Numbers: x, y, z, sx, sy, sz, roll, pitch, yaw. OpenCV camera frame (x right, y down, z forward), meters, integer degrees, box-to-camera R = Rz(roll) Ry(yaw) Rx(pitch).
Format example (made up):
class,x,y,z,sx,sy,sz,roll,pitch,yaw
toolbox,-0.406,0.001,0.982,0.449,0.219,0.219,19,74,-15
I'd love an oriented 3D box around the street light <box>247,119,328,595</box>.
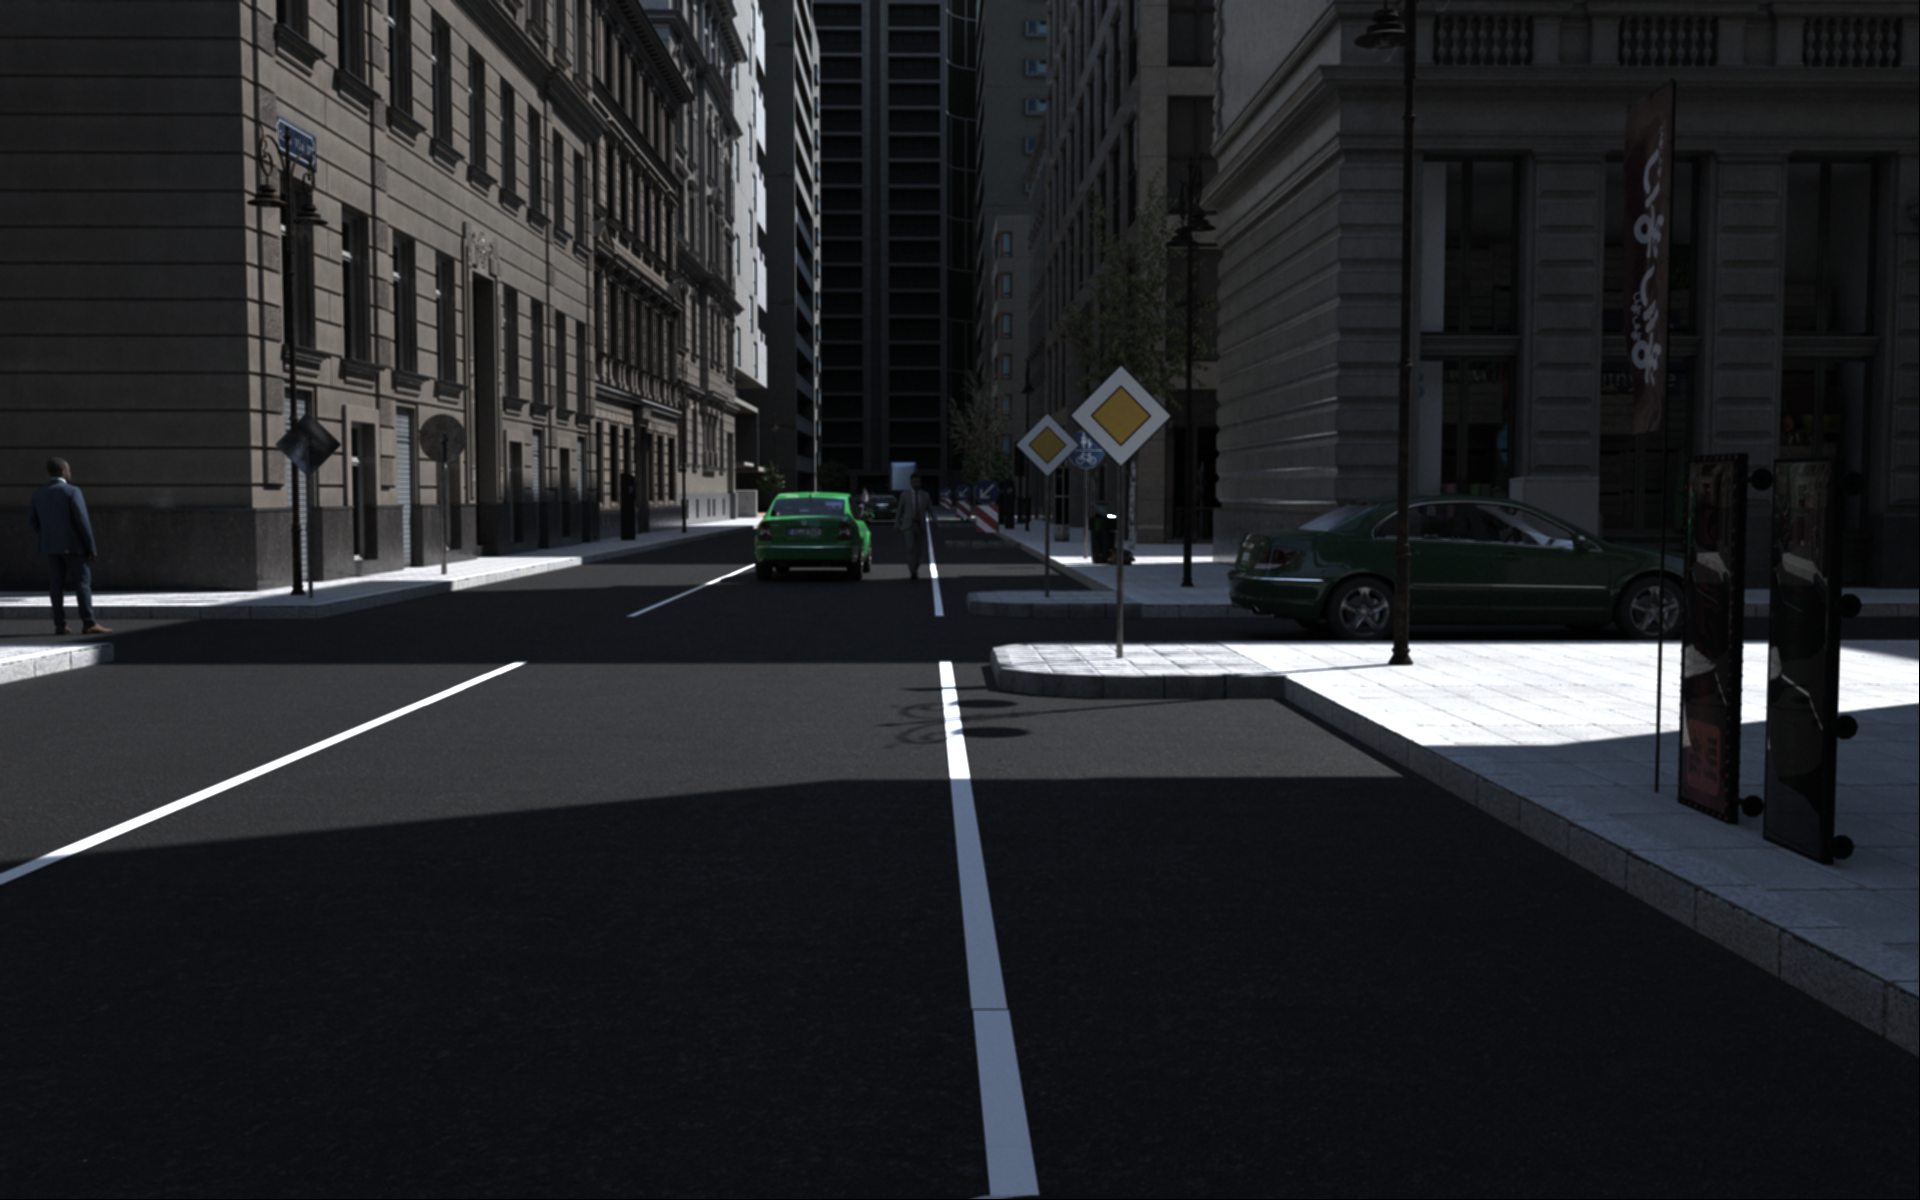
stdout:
class,x,y,z,sx,sy,sz,roll,pitch,yaw
street light,-8.446,-3.005,21.914,0.468,5.910,1.993,0,4,-1

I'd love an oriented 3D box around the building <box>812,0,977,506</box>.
class,x,y,z,sx,sy,sz,roll,pitch,yaw
building,-6.143,-45.932,189.238,20.611,71.187,20.563,0,4,-1

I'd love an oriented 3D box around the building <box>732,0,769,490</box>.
class,x,y,z,sx,sy,sz,roll,pitch,yaw
building,-30.288,-36.987,193.976,27.495,52.752,28.713,0,4,-1

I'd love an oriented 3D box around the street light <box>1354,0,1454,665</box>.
class,x,y,z,sx,sy,sz,roll,pitch,yaw
street light,3.326,-2.453,12.893,0.468,5.910,1.993,0,4,-1

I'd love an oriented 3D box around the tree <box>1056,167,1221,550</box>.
class,x,y,z,sx,sy,sz,roll,pitch,yaw
tree,4.056,-5.486,40.051,4.737,8.622,4.395,0,3,0

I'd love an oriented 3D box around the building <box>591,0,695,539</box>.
class,x,y,z,sx,sy,sz,roll,pitch,yaw
building,-15.128,-11.730,56.417,10.561,19.102,19.286,0,4,-1

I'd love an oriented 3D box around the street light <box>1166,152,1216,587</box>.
class,x,y,z,sx,sy,sz,roll,pitch,yaw
street light,3.158,-3.125,23.881,0.468,5.910,1.993,0,4,-1

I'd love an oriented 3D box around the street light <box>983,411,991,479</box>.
class,x,y,z,sx,sy,sz,roll,pitch,yaw
street light,1.508,-7.544,96.130,0.468,5.910,1.993,0,4,-1

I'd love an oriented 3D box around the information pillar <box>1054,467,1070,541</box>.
class,x,y,z,sx,sy,sz,roll,pitch,yaw
information pillar,2.767,-2.599,46.982,0.304,2.012,0.304,3,4,38

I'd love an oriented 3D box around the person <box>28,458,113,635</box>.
class,x,y,z,sx,sy,sz,roll,pitch,yaw
person,-9.120,-0.550,17.682,0.721,1.800,0.419,0,3,0

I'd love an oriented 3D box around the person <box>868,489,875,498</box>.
class,x,y,z,sx,sy,sz,roll,pitch,yaw
person,-5.242,-5.770,103.546,1.217,1.736,0.721,3,4,38

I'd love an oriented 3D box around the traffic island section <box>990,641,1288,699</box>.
class,x,y,z,sx,sy,sz,roll,pitch,yaw
traffic island section,1.270,0.532,13.581,2.009,0.180,2.903,0,4,-1

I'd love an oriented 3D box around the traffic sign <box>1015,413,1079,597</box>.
class,x,y,z,sx,sy,sz,roll,pitch,yaw
traffic sign,1.080,-1.091,21.487,0.795,2.450,0.064,0,4,-1

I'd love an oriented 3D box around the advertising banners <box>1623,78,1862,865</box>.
class,x,y,z,sx,sy,sz,roll,pitch,yaw
advertising banners,3.002,-0.652,6.845,0.090,3.025,2.074,0,3,0

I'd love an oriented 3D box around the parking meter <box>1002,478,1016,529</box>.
class,x,y,z,sx,sy,sz,roll,pitch,yaw
parking meter,1.854,-3.561,63.929,0.399,1.863,0.255,0,4,1

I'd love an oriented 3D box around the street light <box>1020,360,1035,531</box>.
class,x,y,z,sx,sy,sz,roll,pitch,yaw
street light,2.337,-5.339,60.083,0.468,5.910,1.993,0,4,-1

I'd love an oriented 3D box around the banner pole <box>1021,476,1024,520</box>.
class,x,y,z,sx,sy,sz,roll,pitch,yaw
banner pole,3.001,-5.838,85.472,0.401,3.779,0.863,0,4,8

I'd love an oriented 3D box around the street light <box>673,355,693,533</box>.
class,x,y,z,sx,sy,sz,roll,pitch,yaw
street light,-9.194,-5.186,57.579,0.468,5.910,1.993,0,4,-1

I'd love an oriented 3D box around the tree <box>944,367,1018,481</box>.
class,x,y,z,sx,sy,sz,roll,pitch,yaw
tree,1.282,-9.142,99.826,4.360,8.622,3.978,0,3,0

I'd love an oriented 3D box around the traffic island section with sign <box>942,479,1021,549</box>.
class,x,y,z,sx,sy,sz,roll,pitch,yaw
traffic island section with sign,0.587,-2.316,46.491,1.989,1.847,2.006,0,4,-1

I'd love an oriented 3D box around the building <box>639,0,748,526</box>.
class,x,y,z,sx,sy,sz,roll,pitch,yaw
building,-17.467,-17.742,77.465,14.401,28.519,23.554,0,4,-1

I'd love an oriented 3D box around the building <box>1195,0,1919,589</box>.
class,x,y,z,sx,sy,sz,roll,pitch,yaw
building,14.118,-12.147,27.486,19.941,23.489,11.050,0,4,-1

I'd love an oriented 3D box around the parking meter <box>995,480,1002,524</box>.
class,x,y,z,sx,sy,sz,roll,pitch,yaw
parking meter,1.681,-4.130,73.237,0.255,1.863,0.399,3,5,42

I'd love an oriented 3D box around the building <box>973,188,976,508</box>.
class,x,y,z,sx,sy,sz,roll,pitch,yaw
building,8.230,-24.042,164.789,14.160,30.474,14.107,0,4,-1

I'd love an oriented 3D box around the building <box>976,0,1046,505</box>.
class,x,y,z,sx,sy,sz,roll,pitch,yaw
building,12.318,-31.975,146.498,21.300,48.544,21.600,0,4,-1

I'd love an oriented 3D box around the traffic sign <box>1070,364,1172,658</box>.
class,x,y,z,sx,sy,sz,roll,pitch,yaw
traffic sign,1.246,-0.603,13.503,0.795,2.450,0.064,0,4,-1

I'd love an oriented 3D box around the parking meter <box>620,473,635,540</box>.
class,x,y,z,sx,sy,sz,roll,pitch,yaw
parking meter,-9.264,-2.606,48.318,0.255,1.863,0.399,2,4,27

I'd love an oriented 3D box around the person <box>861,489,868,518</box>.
class,x,y,z,sx,sy,sz,roll,pitch,yaw
person,-5.460,-5.499,99.075,0.621,1.740,0.551,-1,4,-13

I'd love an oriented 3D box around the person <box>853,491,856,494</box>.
class,x,y,z,sx,sy,sz,roll,pitch,yaw
person,-8.995,-8.357,145.927,0.721,1.735,1.217,3,4,38

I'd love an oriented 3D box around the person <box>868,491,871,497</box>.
class,x,y,z,sx,sy,sz,roll,pitch,yaw
person,-7.932,-8.617,150.095,0.721,1.736,1.217,-2,4,-27

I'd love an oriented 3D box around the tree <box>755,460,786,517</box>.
class,x,y,z,sx,sy,sz,roll,pitch,yaw
tree,-10.672,-6.261,96.975,1.663,3.219,1.824,0,3,0

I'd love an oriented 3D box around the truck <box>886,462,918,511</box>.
class,x,y,z,sx,sy,sz,roll,pitch,yaw
truck,-4.517,-9.117,138.817,2.967,4.110,18.799,0,4,-2

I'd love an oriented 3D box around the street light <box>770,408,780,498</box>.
class,x,y,z,sx,sy,sz,roll,pitch,yaw
street light,-9.955,-7.365,93.213,0.468,5.910,1.993,0,4,-1

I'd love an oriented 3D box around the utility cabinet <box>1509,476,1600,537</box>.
class,x,y,z,sx,sy,sz,roll,pitch,yaw
utility cabinet,7.481,-0.806,21.862,1.173,1.500,0.318,-1,4,-22

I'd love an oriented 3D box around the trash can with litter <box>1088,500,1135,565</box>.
class,x,y,z,sx,sy,sz,roll,pitch,yaw
trash can with litter,2.826,-1.245,31.744,0.624,1.170,1.055,-2,4,-33

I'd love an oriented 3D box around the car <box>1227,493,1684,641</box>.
class,x,y,z,sx,sy,sz,roll,pitch,yaw
car,5.172,-0.341,17.372,4.920,1.459,2.131,0,4,-2

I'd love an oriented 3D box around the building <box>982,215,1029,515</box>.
class,x,y,z,sx,sy,sz,roll,pitch,yaw
building,15.823,-16.950,122.171,27.650,21.520,28.899,0,4,-1

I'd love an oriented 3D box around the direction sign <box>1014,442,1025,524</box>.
class,x,y,z,sx,sy,sz,roll,pitch,yaw
direction sign,2.588,-5.075,74.977,0.379,3.537,0.876,2,4,32

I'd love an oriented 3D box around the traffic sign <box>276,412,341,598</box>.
class,x,y,z,sx,sy,sz,roll,pitch,yaw
traffic sign,-8.012,-1.081,21.318,0.795,2.450,0.064,0,4,-1

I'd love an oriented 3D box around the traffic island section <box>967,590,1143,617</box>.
class,x,y,z,sx,sy,sz,roll,pitch,yaw
traffic island section,1.104,0.044,21.564,2.009,0.180,2.903,0,4,-1

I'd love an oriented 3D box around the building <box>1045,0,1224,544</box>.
class,x,y,z,sx,sy,sz,roll,pitch,yaw
building,13.788,-15.677,60.834,19.350,26.468,34.151,0,4,-1

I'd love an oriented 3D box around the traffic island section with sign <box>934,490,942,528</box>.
class,x,y,z,sx,sy,sz,roll,pitch,yaw
traffic island section with sign,0.018,-3.999,74.016,1.989,1.847,2.006,0,4,-1

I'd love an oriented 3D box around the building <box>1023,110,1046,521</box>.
class,x,y,z,sx,sy,sz,roll,pitch,yaw
building,8.550,-14.551,87.057,9.793,20.994,18.267,0,4,-1

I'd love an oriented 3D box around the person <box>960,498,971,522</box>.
class,x,y,z,sx,sy,sz,roll,pitch,yaw
person,0.254,-4.879,88.082,0.655,1.846,0.447,-2,4,-29

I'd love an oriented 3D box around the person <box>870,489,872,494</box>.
class,x,y,z,sx,sy,sz,roll,pitch,yaw
person,-8.087,-9.194,158.450,1.348,1.869,0.705,-2,4,-32

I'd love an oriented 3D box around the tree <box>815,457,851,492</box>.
class,x,y,z,sx,sy,sz,roll,pitch,yaw
tree,-11.247,-10.365,153.178,4.285,4.588,4.351,0,3,0

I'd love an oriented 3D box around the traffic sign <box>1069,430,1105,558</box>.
class,x,y,z,sx,sy,sz,roll,pitch,yaw
traffic sign,2.510,-2.105,34.517,0.768,2.556,0.104,0,4,3

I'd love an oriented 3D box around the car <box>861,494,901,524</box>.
class,x,y,z,sx,sy,sz,roll,pitch,yaw
car,-3.733,-4.392,83.607,2.131,1.459,4.920,0,4,-2

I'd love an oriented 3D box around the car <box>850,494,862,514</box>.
class,x,y,z,sx,sy,sz,roll,pitch,yaw
car,-6.886,-6.245,111.894,2.009,1.686,4.222,0,4,-1

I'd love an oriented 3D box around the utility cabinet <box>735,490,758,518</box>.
class,x,y,z,sx,sy,sz,roll,pitch,yaw
utility cabinet,-11.518,-5.179,93.361,1.173,1.500,0.318,1,4,12

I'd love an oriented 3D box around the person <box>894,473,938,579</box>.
class,x,y,z,sx,sy,sz,roll,pitch,yaw
person,-0.750,-1.251,29.229,0.678,1.792,0.850,-1,4,-13

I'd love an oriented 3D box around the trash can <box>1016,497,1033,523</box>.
class,x,y,z,sx,sy,sz,roll,pitch,yaw
trash can,2.877,-4.037,77.656,0.748,1.137,0.748,0,3,0

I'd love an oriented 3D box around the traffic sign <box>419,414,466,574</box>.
class,x,y,z,sx,sy,sz,roll,pitch,yaw
traffic sign,-8.255,-1.684,27.638,0.768,2.556,0.104,0,4,5

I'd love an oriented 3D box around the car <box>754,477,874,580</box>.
class,x,y,z,sx,sy,sz,roll,pitch,yaw
car,-2.516,-1.318,30.342,1.959,1.807,4.718,0,4,0

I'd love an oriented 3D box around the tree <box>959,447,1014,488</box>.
class,x,y,z,sx,sy,sz,roll,pitch,yaw
tree,1.634,-7.430,105.199,4.285,4.588,4.351,0,3,0

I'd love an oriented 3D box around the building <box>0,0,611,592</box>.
class,x,y,z,sx,sy,sz,roll,pitch,yaw
building,-15.167,-14.480,34.007,12.463,27.353,25.104,0,4,-1

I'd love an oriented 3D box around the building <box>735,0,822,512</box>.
class,x,y,z,sx,sy,sz,roll,pitch,yaw
building,-24.034,-32.803,160.031,21.600,48.544,21.300,0,4,-1
